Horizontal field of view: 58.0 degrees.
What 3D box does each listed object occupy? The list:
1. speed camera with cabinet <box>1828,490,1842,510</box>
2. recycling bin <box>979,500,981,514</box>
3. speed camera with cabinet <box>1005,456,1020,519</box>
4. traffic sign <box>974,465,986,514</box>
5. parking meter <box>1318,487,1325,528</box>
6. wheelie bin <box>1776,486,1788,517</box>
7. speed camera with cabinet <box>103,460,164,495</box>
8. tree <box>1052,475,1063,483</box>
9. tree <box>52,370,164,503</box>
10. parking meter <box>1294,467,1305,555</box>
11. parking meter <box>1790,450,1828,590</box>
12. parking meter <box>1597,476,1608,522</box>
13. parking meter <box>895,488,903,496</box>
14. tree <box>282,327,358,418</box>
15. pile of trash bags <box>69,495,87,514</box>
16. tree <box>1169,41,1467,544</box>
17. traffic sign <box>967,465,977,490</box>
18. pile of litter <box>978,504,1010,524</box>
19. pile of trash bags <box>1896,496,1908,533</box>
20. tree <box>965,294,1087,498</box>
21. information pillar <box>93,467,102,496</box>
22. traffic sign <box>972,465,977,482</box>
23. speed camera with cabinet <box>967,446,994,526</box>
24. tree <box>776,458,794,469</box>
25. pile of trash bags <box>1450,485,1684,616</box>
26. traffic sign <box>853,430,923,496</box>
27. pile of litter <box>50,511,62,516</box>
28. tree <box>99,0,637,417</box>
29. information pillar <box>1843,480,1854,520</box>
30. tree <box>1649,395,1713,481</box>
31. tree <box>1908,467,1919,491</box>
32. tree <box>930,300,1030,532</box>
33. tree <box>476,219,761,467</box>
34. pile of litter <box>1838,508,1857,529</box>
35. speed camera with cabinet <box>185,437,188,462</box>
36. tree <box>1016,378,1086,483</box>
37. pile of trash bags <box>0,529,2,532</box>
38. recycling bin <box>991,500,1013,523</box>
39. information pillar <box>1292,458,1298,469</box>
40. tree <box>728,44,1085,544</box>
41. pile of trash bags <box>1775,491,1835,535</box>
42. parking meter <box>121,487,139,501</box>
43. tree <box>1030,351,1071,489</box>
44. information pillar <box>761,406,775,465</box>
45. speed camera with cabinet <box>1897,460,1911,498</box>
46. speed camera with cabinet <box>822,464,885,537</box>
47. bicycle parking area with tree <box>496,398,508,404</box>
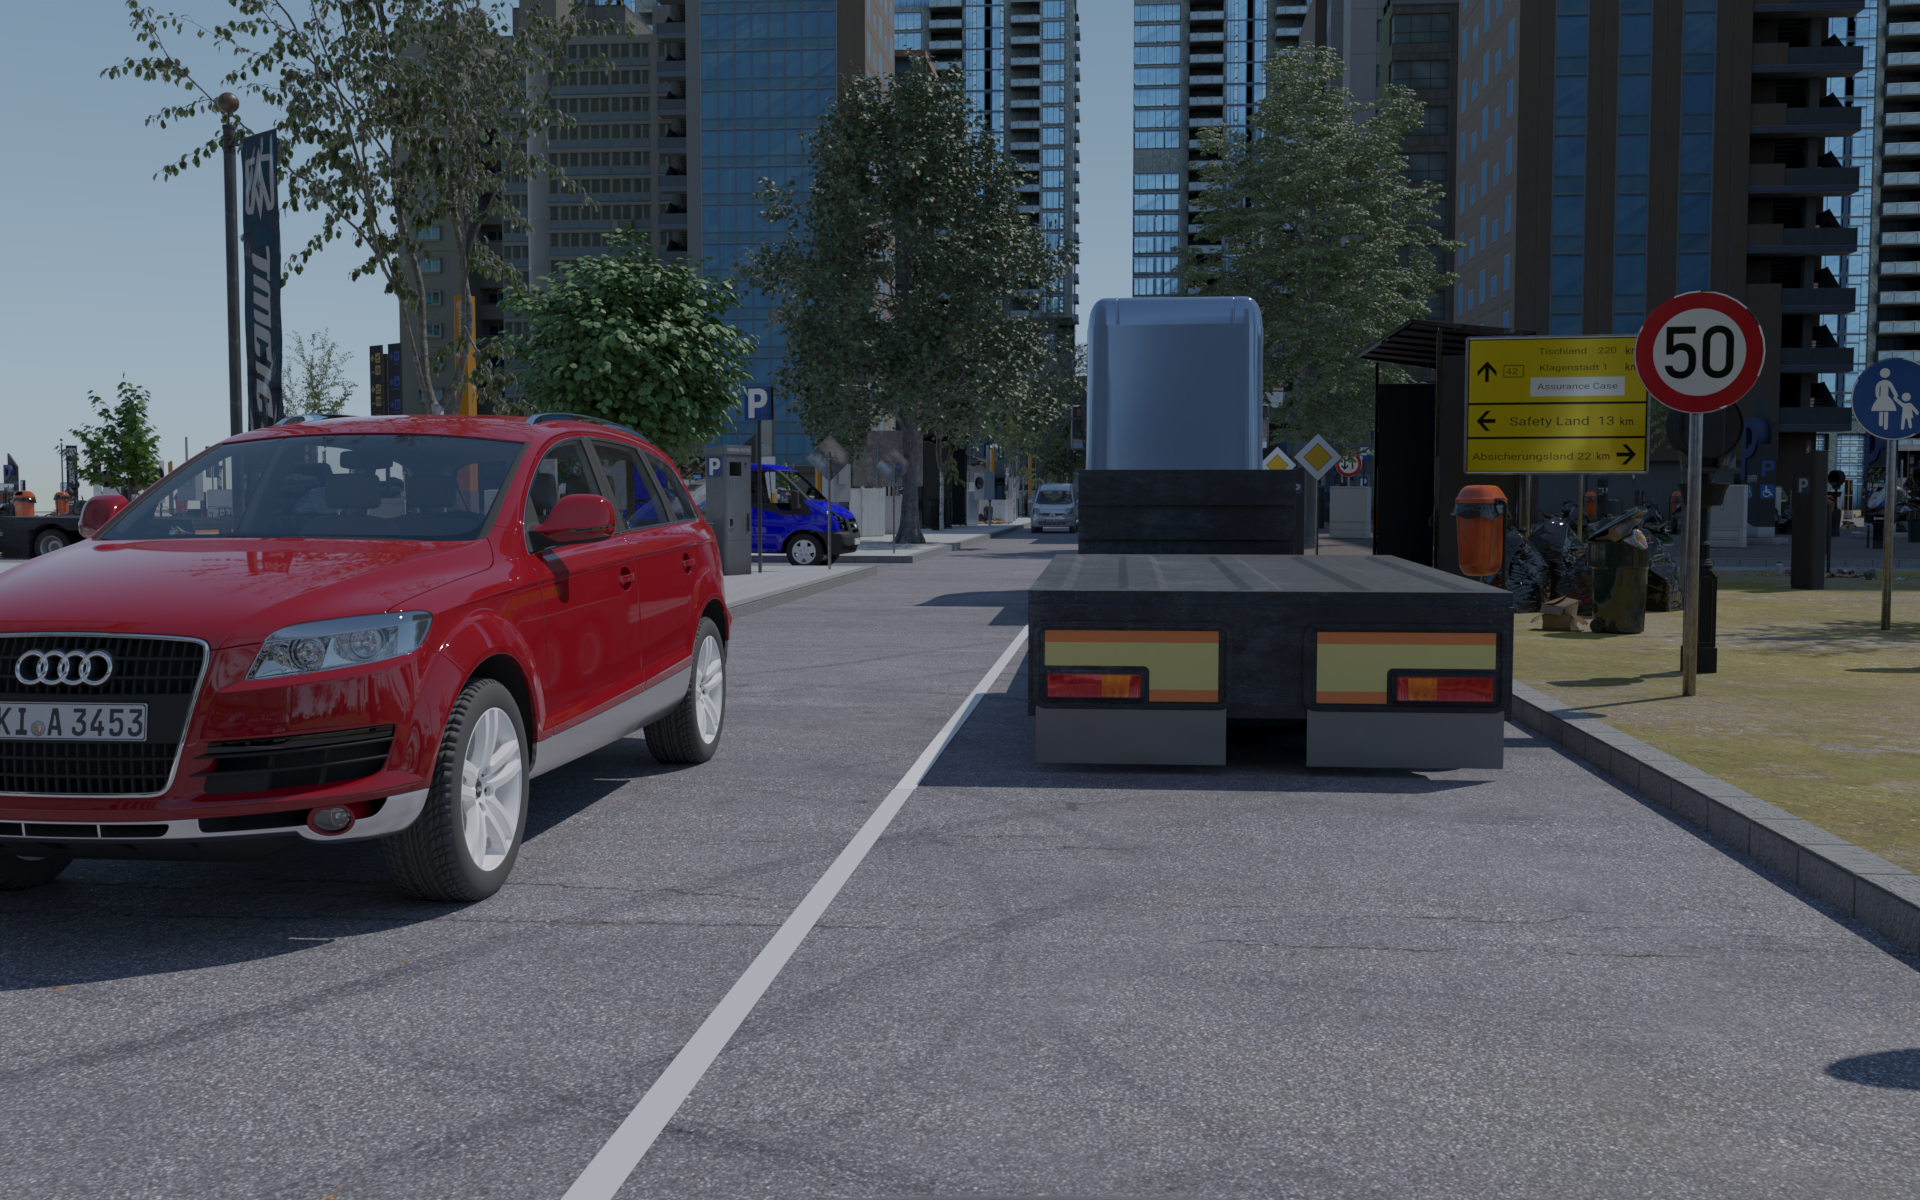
[{"bbox_3d":[39.981,-5.256,80.276,0.660,3.252,2.038,-1,4,-9],"label":"speed camera with cabinet"},{"bbox_3d":[0.555,-4.119,79.903,0.722,1.027,0.722,0,4,-8],"label":"recycling bin"},{"bbox_3d":[2.685,-5.842,89.847,0.660,3.252,2.038,0,4,-4],"label":"speed camera with cabinet"},{"bbox_3d":[0.816,-4.668,76.432,0.768,2.556,0.104,1,4,12],"label":"traffic sign"},{"bbox_3d":[13.441,-3.447,64.775,0.372,1.533,0.369,0,3,0],"label":"parking meter"},{"bbox_3d":[32.080,-3.688,68.204,0.980,1.594,0.693,-2,4,-29],"label":"wheelie bin"},{"bbox_3d":[-20.779,-3.012,43.585,0.660,3.252,2.038,0,4,3],"label":"speed camera with cabinet"},{"bbox_3d":[8.733,-9.698,153.171,1.663,3.219,1.824,0,3,0],"label":"tree"},{"bbox_3d":[-13.005,-1.993,27.193,1.663,3.219,1.824,0,3,0],"label":"tree"},{"bbox_3d":[6.989,-1.862,36.162,0.399,1.863,0.255,0,4,6],"label":"parking meter"},{"bbox_3d":[11.439,-1.078,23.344,0.255,1.863,0.399,-1,4,-20],"label":"parking meter"},{"bbox_3d":[21.022,-3.117,56.674,0.255,1.863,0.399,3,4,37],"label":"parking meter"},{"bbox_3d":[-2.712,-4.216,77.342,0.372,1.533,0.369,0,3,0],"label":"parking meter"},{"bbox_3d":[-28.526,-7.673,75.812,4.737,8.622,4.395,0,3,0],"label":"tree"},{"bbox_3d":[-35.972,-3.783,71.611,3.447,1.369,1.912,1,4,14],"label":"pile of trash bags"},{"bbox_3d":[8.994,-7.735,44.587,7.486,12.596,7.792,0,3,0],"label":"tree"},{"bbox_3d":[0.350,-4.611,75.502,0.768,2.556,0.104,1,4,12],"label":"traffic sign"},{"bbox_3d":[1.334,-3.654,73.705,1.719,0.858,1.176,0,4,-6],"label":"pile of litter"},{"bbox_3d":[29.966,-2.719,54.215,1.912,1.369,3.447,-1,4,-10],"label":"pile of trash bags"},{"bbox_3d":[4.764,-11.918,105.230,12.009,13.543,11.850,0,3,0],"label":"tree"},{"bbox_3d":[-52.842,-7.016,106.072,0.504,3.616,0.183,-1,4,-14],"label":"information pillar"},{"bbox_3d":[0.712,-4.701,76.868,0.884,2.594,0.081,1,4,11],"label":"traffic sign"},{"bbox_3d":[0.573,-4.698,71.155,0.660,3.252,2.038,-3,4,-37],"label":"speed camera with cabinet"},{"bbox_3d":[-9.580,-6.046,93.457,1.663,3.219,1.824,0,3,0],"label":"tree"},{"bbox_3d":[6.344,-0.543,18.633,3.447,1.369,1.912,-3,5,-44],"label":"pile of trash bags"},{"bbox_3d":[-2.317,-3.769,55.500,2.265,3.308,0.079,0,4,6],"label":"traffic sign"},{"bbox_3d":[-50.829,-5.129,97.820,1.176,0.858,1.719,2,4,35],"label":"pile of litter"},{"bbox_3d":[-4.566,-3.921,14.474,4.360,8.622,3.978,0,3,0],"label":"tree"},{"bbox_3d":[44.863,-5.074,87.448,0.304,2.012,0.304,-1,4,-15],"label":"information pillar"},{"bbox_3d":[27.615,-7.087,66.235,4.737,8.622,4.395,0,3,0],"label":"tree"},{"bbox_3d":[36.185,-4.270,64.408,1.663,3.219,1.824,0,3,0],"label":"tree"},{"bbox_3d":[-0.376,-6.609,58.419,4.737,8.622,4.395,0,3,0],"label":"tree"},{"bbox_3d":[-4.080,-2.271,20.846,4.285,4.588,4.351,0,3,0],"label":"tree"},{"bbox_3d":[32.501,-3.046,63.771,1.719,0.858,1.176,-2,4,-30],"label":"pile of litter"},{"bbox_3d":[-26.031,-4.020,60.061,2.038,3.252,0.660,0,4,4],"label":"speed camera with cabinet"},{"bbox_3d":[7.406,-12.207,134.002,8.767,10.594,7.601,3,5,44],"label":"tree"},{"bbox_3d":[-26.889,-2.352,48.211,3.447,1.369,1.912,2,4,28],"label":"pile of trash bags"},{"bbox_3d":[1.840,-3.876,75.933,0.722,1.027,0.722,3,4,36],"label":"recycling bin"},{"bbox_3d":[19.950,-6.865,103.599,0.504,3.616,0.183,2,4,27],"label":"information pillar"},{"bbox_3d":[-1.315,-7.814,44.769,9.611,12.733,9.660,0,3,0],"label":"tree"},{"bbox_3d":[26.287,-2.776,55.144,3.447,1.369,1.912,-1,4,-11],"label":"pile of trash bags"},{"bbox_3d":[-18.812,-1.888,39.283,0.372,1.533,0.369,0,3,0],"label":"parking meter"},{"bbox_3d":[2.519,-8.072,82.331,4.737,8.622,4.395,0,3,0],"label":"tree"},{"bbox_3d":[-4.260,-2.881,38.453,0.183,3.616,0.504,-2,4,-35],"label":"information pillar"},{"bbox_3d":[53.527,-6.422,99.339,2.038,3.252,0.660,-1,4,-12],"label":"speed camera with cabinet"},{"bbox_3d":[-3.185,-3.520,51.885,2.038,3.252,0.660,-3,5,-44],"label":"speed camera with cabinet"},{"bbox_3d":[-11.143,-3.927,51.214,8.231,4.147,9.016,1,4,20],"label":"bicycle parking area with tree"}]
